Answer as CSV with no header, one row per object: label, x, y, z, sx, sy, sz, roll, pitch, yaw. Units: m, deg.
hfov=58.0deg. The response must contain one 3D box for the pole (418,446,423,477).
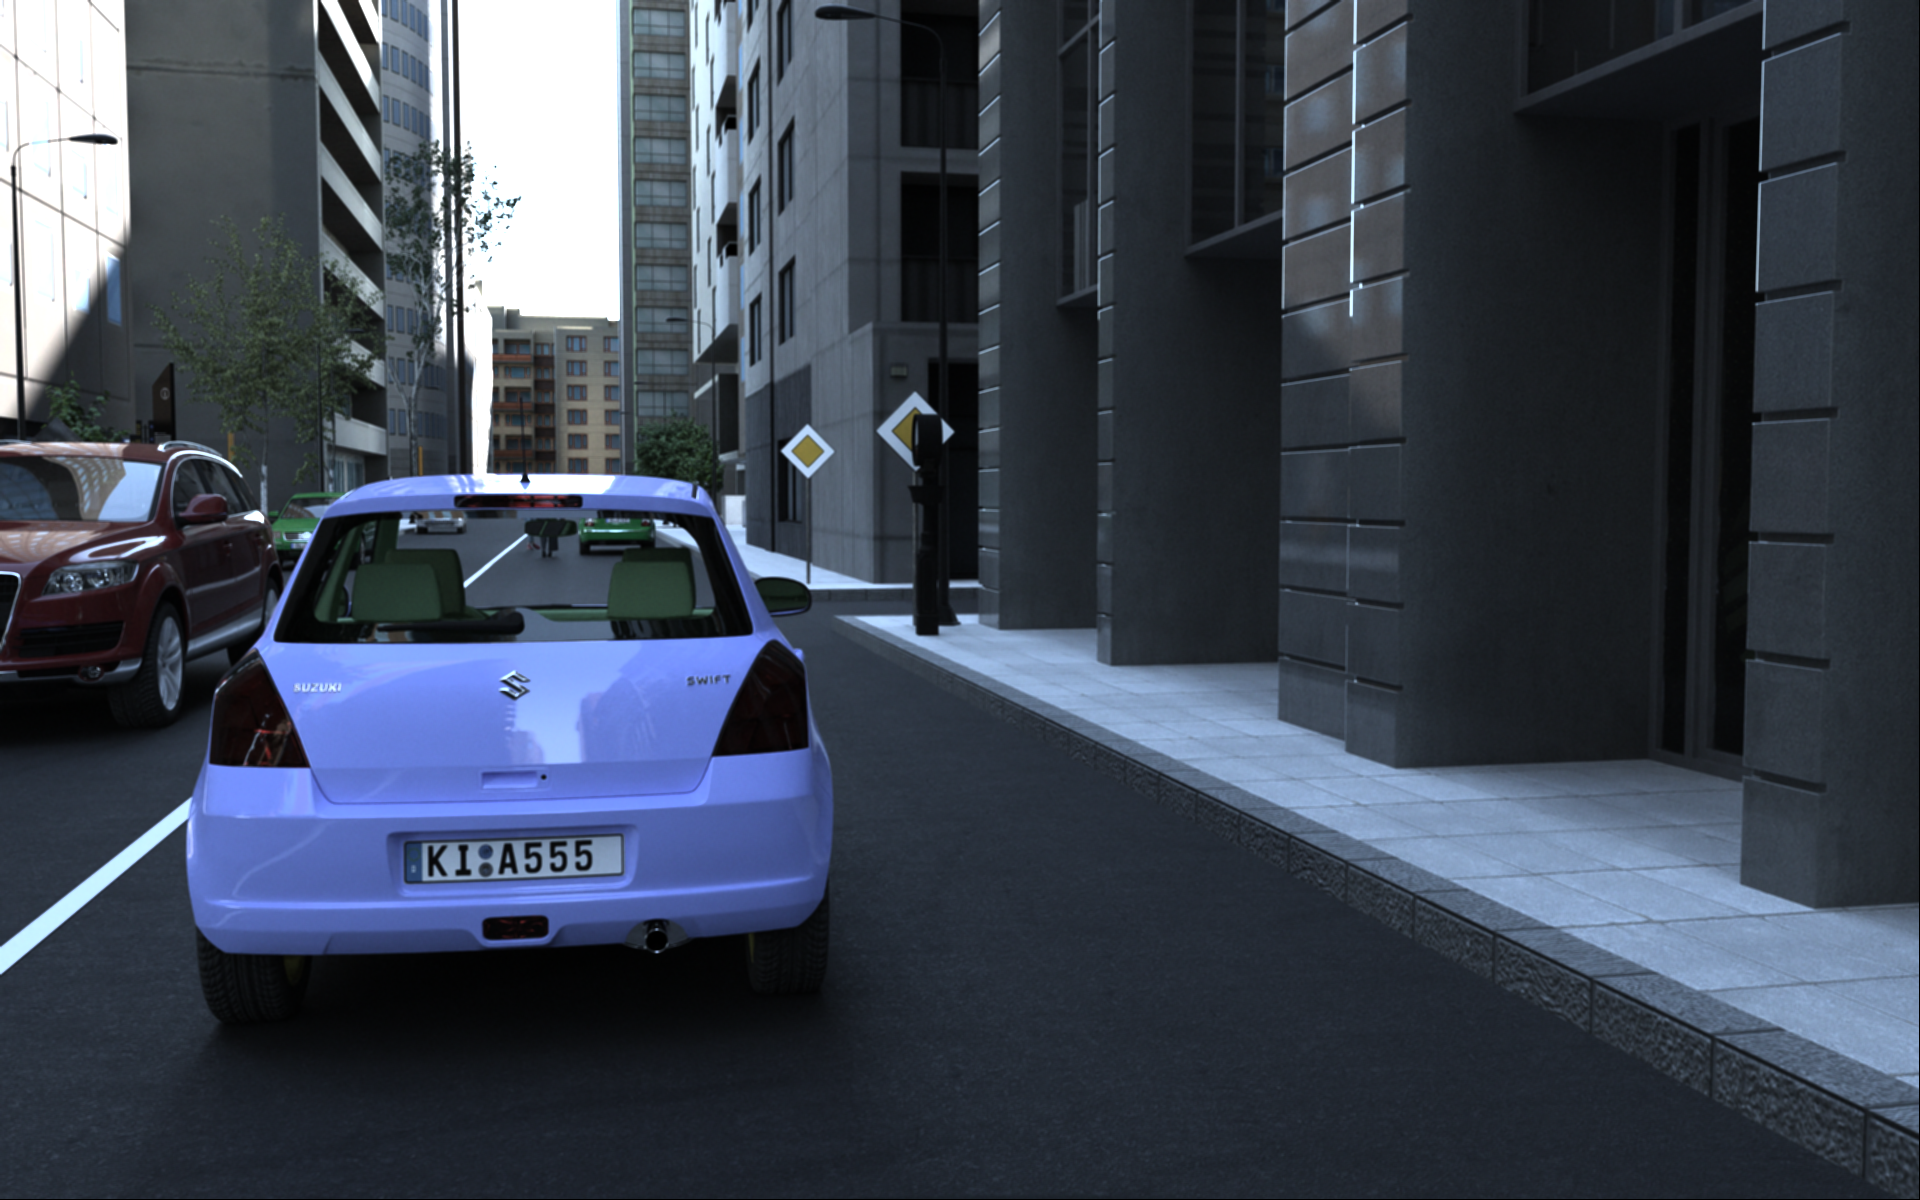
pole,-23.042,-4.902,73.986,0.158,3.312,0.155,0,3,0

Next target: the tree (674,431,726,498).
tree,-7.631,-3.564,52.865,1.663,3.219,1.824,0,3,0

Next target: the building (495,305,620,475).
building,-49.964,-21.121,190.370,28.899,21.520,27.650,-1,4,-12

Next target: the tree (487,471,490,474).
tree,-38.657,-9.044,142.462,1.663,3.219,1.824,0,3,0

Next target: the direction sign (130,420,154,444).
direction sign,-24.992,-3.744,53.218,0.876,3.537,0.379,-1,4,-18

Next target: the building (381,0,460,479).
building,-43.008,-34.528,106.534,21.231,58.520,28.212,-1,4,-12

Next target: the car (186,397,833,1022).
car,-1.453,0.213,6.111,1.945,1.707,3.694,-1,4,-11

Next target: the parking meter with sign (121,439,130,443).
parking meter with sign,-26.923,-3.597,55.074,1.738,3.016,0.543,2,4,28

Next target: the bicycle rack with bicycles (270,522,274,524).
bicycle rack with bicycles,-17.500,-1.670,40.686,2.925,0.926,2.852,-2,4,-29

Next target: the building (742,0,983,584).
building,6.626,-36.479,34.678,20.611,71.187,20.563,-1,4,-12

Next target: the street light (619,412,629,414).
street light,-18.536,-7.670,97.942,1.470,5.913,1.316,-1,4,-12

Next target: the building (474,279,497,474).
building,-57.090,-18.881,153.751,28.899,21.520,27.650,-1,4,-12

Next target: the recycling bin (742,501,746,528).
recycling bin,-7.917,-3.310,66.668,0.722,1.027,0.722,1,4,17

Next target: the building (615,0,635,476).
building,-20.971,-37.788,159.826,21.231,58.520,28.212,-1,4,-12

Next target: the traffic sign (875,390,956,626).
traffic sign,-0.438,-0.807,16.831,0.795,2.450,0.064,-1,4,-12

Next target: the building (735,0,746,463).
building,0.327,-24.799,55.579,14.600,45.320,14.200,-1,4,-12

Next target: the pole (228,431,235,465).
pole,-23.683,-3.824,56.370,0.158,3.312,0.155,0,3,0

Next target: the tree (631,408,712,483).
tree,-10.881,-5.044,66.184,4.285,4.588,4.351,0,3,0

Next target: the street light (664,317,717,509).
street light,-7.037,-4.475,45.712,1.470,5.913,1.316,-1,4,-12

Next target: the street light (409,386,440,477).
street light,-23.102,-6.248,74.697,1.470,5.913,1.316,-1,4,-12

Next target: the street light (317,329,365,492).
street light,-17.443,-4.663,48.778,1.470,5.913,1.316,-1,4,-12

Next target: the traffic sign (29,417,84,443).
traffic sign,-11.731,-1.156,22.540,0.795,2.450,0.064,-1,4,-12

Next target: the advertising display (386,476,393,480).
advertising display,-19.953,-3.389,60.631,0.123,1.923,0.974,-1,4,-13

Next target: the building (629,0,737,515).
building,-14.134,-26.192,111.837,14.154,41.232,14.086,-1,4,-12

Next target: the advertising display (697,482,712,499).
advertising display,-10.626,-4.015,70.854,0.974,1.923,0.123,-1,4,-14

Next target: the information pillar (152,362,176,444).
information pillar,-14.187,-2.422,30.951,0.504,3.616,0.183,2,4,26

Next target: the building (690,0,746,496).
building,-22.727,-37.161,196.824,27.495,52.752,28.713,-1,4,-12

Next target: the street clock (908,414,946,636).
street clock,-0.299,-0.683,15.737,0.358,2.002,0.471,-1,4,-9

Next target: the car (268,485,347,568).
car,-12.554,-1.563,34.356,1.959,1.807,4.718,-1,4,-11

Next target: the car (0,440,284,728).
car,-6.172,-0.211,12.118,2.281,1.827,5.304,-1,4,-11

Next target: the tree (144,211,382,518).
tree,-18.192,-5.756,44.476,4.737,8.622,4.395,0,3,0

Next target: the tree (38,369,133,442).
tree,-13.684,-1.959,26.639,1.663,3.219,1.824,0,3,0

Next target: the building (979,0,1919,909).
building,8.614,-13.797,3.068,11.434,29.767,29.804,-1,4,-12

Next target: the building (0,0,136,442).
building,-24.988,-23.355,31.973,14.600,45.320,14.200,-1,4,-12

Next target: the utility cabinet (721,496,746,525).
utility cabinet,-9.329,-3.681,71.340,1.020,1.237,0.306,-3,5,-41

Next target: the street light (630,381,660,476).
street light,-12.732,-6.059,71.599,1.470,5.913,1.316,-1,4,-12

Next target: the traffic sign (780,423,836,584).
traffic sign,-2.163,-1.284,24.629,0.795,2.450,0.064,-1,4,-12

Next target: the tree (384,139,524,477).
tree,-28.494,-14.093,86.304,12.611,20.169,13.585,0,3,0

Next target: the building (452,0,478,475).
building,-43.791,-29.285,128.921,14.600,45.320,14.200,-1,4,-12

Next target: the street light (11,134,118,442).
street light,-11.567,-3.049,22.393,1.470,5.913,1.316,-1,4,-12

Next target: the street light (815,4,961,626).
street light,-0.691,-2.703,16.727,1.470,5.913,1.316,-1,4,-12

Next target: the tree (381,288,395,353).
tree,-19.387,-6.253,52.592,4.737,8.622,4.395,0,3,0

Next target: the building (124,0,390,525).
building,-33.836,-26.945,64.252,21.300,48.544,21.600,-1,4,-12
